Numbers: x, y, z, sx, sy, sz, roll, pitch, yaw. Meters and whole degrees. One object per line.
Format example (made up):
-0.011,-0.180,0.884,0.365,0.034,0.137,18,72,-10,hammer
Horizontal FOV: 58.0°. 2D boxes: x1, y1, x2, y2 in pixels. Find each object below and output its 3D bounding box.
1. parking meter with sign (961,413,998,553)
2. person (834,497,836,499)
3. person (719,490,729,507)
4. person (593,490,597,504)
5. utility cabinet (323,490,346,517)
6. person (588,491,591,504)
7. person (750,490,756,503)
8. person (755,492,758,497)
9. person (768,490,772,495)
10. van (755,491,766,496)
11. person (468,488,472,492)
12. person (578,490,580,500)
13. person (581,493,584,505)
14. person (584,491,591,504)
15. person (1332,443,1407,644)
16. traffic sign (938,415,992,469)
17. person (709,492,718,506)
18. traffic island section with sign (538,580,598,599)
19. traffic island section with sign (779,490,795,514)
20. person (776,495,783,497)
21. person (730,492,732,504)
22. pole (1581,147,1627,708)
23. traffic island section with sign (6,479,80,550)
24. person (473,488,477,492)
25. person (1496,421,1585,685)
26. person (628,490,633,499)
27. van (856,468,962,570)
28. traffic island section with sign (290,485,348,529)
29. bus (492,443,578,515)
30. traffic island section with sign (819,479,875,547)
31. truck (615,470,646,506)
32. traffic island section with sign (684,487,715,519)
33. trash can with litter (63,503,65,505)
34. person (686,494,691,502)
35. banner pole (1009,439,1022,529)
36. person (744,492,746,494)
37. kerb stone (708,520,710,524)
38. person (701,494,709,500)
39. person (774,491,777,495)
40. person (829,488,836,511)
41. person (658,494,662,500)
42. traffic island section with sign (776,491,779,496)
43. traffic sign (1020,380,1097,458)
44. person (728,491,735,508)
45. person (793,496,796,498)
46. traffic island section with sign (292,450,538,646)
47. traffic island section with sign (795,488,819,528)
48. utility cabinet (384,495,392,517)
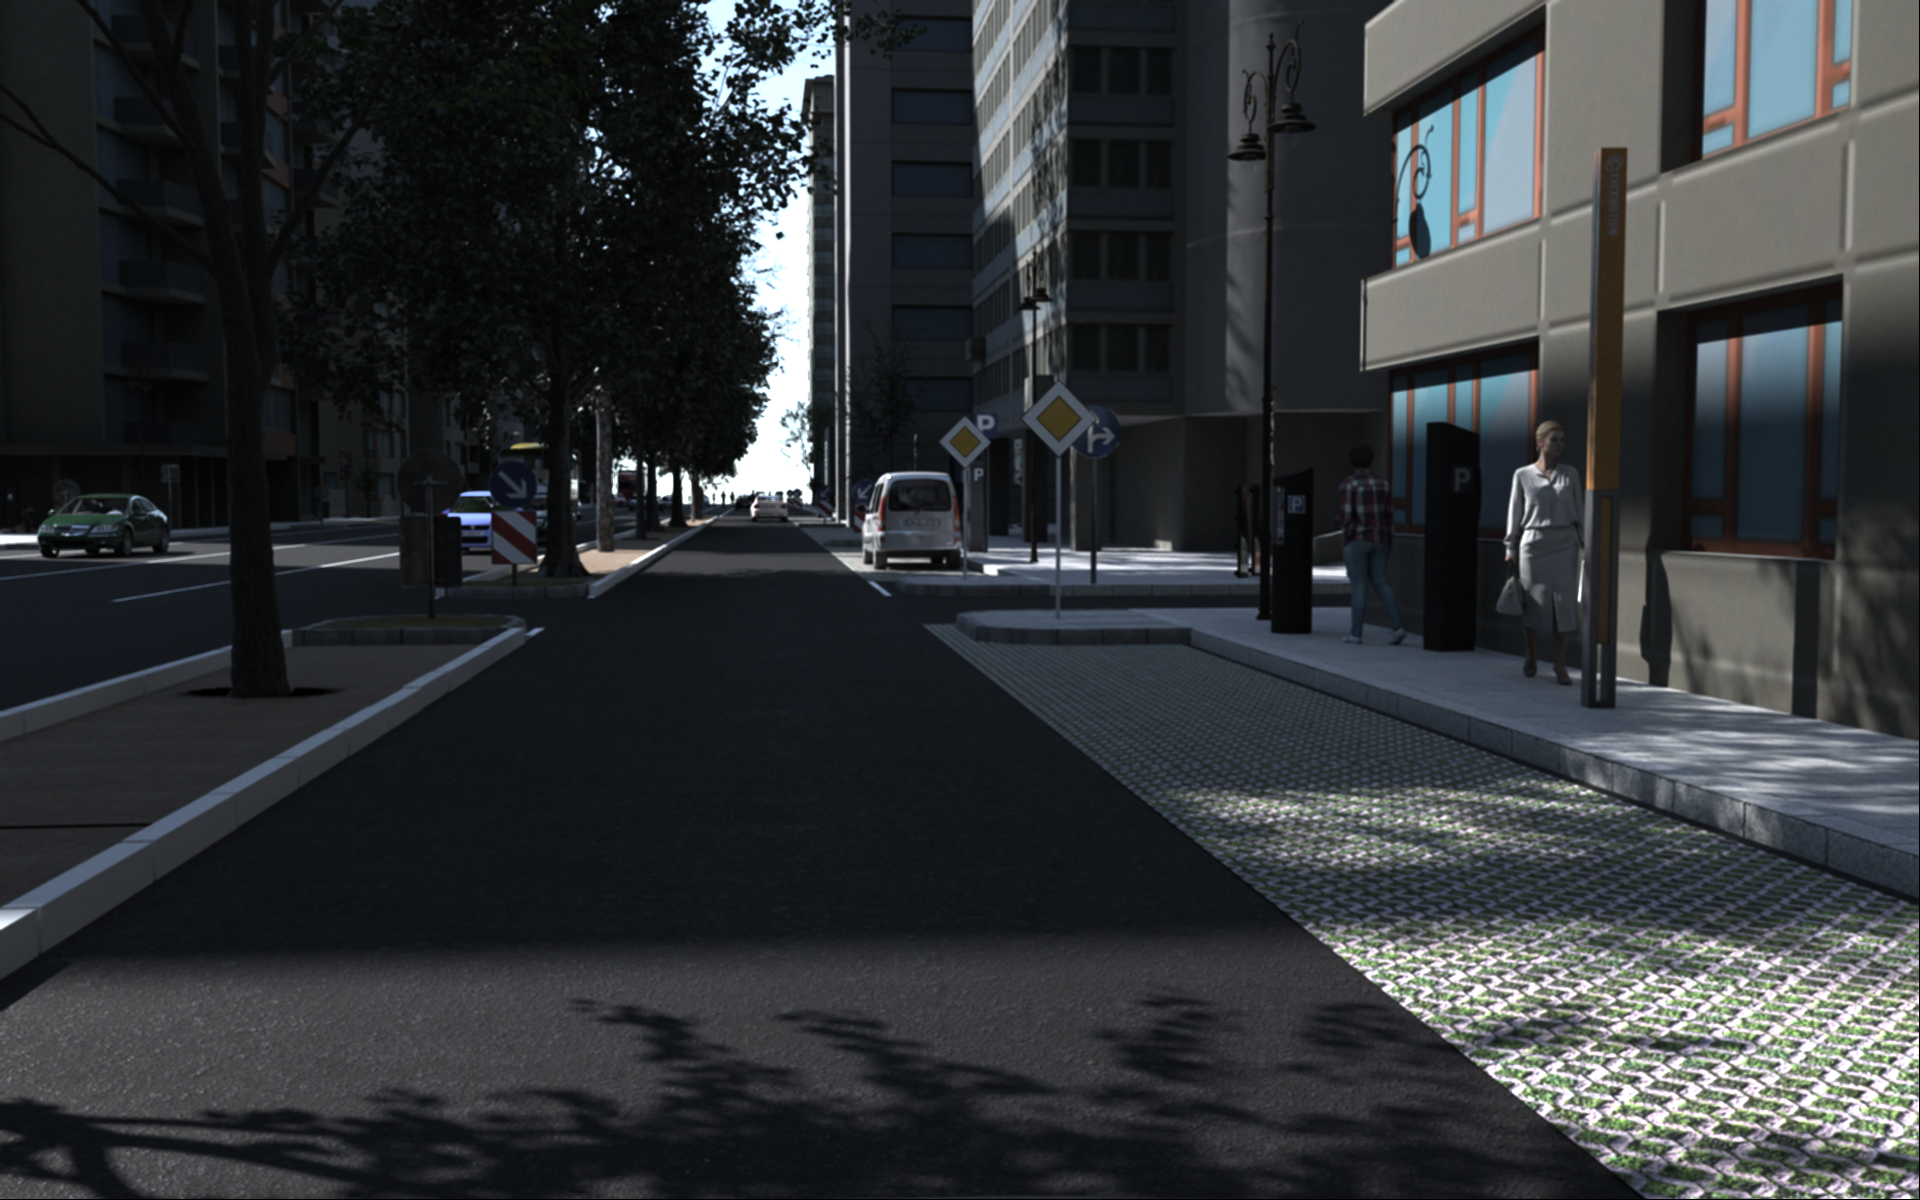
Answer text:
0.369,-2.570,38.282,0.543,3.016,1.738,-1,4,-12,parking meter with sign
-7.893,-6.660,114.919,0.705,1.826,1.348,-3,5,-41,person
-25.304,-10.849,185.514,0.705,1.869,1.348,3,5,42,person
-47.760,-13.509,226.911,0.705,1.824,1.348,2,4,24,person
-34.930,-5.383,96.684,0.318,1.500,1.173,3,5,44,utility cabinet
-46.372,-12.776,215.870,0.756,1.711,0.436,1,4,20,person
-17.374,-8.399,145.835,0.705,1.823,1.348,-2,4,-30,person
-26.767,-13.383,227.868,0.434,1.755,0.990,0,4,-1,person
-18.904,-10.030,172.629,0.705,1.807,1.348,-3,4,-37,person
-27.571,-14.199,239.162,2.013,2.044,4.112,0,4,-7,van
-34.854,-7.134,123.419,1.217,1.736,0.721,1,4,20,person
-42.810,-11.492,194.627,0.721,1.739,1.217,0,4,-6,person
-44.581,-11.947,204.631,0.557,1.426,1.065,-1,4,-19,person
-46.146,-12.682,214.100,1.217,1.736,0.721,-3,4,-37,person
3.480,-0.484,14.790,0.563,1.720,0.643,-1,4,-22,person
0.095,-1.432,25.609,0.795,2.593,0.064,0,4,-7,traffic sign
-30.104,-12.386,211.728,1.217,1.735,0.721,1,4,10,person
-6.246,-1.007,24.608,2.006,1.907,1.989,0,4,-7,traffic island section with sign
-11.785,-7.074,124.288,1.989,1.847,2.006,0,4,-7,traffic island section with sign
-24.727,-13.937,236.505,1.348,1.807,0.705,1,4,12,person
-32.309,-14.358,243.977,0.721,1.743,1.217,-2,4,-24,person
3.849,-1.009,10.348,0.158,3.312,0.155,0,3,0,pole
-23.614,-2.253,45.464,1.989,1.847,2.006,0,4,-7,traffic island section with sign
-30.410,-6.116,108.517,1.348,1.822,0.705,0,4,4,person
4.064,-0.336,11.890,0.694,1.780,0.624,2,4,24,person
-34.998,-10.775,184.635,1.348,1.831,0.705,3,5,41,person
-0.995,-1.654,34.063,2.013,2.044,4.112,0,4,-7,van
-26.783,-3.905,72.473,1.989,1.847,2.006,0,4,-7,traffic island section with sign
-21.051,-5.828,86.828,2.896,3.916,12.252,0,4,-7,bus
-2.745,-2.360,47.215,1.989,1.847,2.006,0,4,-7,traffic island section with sign
-38.645,-13.131,203.605,2.839,4.237,11.283,0,4,-5,truck
-15.021,-5.572,99.234,2.006,1.907,1.989,0,4,-7,traffic island section with sign
-27.110,-2.551,53.096,0.624,1.170,1.055,-2,4,-32,trash can with litter
-37.815,-14.073,241.859,0.557,1.426,1.065,2,4,35,person
2.058,-4.568,64.711,0.401,3.779,0.863,3,5,43,banner pole
-31.899,-15.122,256.301,0.434,1.755,0.990,1,4,11,person
-11.419,-3.395,77.711,0.120,0.150,1.000,0,4,-7,kerb stone
-21.853,-8.407,146.680,1.217,1.743,0.721,0,4,8,person
-25.467,-14.133,239.563,0.705,1.826,1.348,3,5,40,person
-9.448,-7.411,127.733,1.217,1.766,0.721,-2,4,-34,person
-37.232,-12.405,214.578,1.065,1.426,0.557,-3,5,-42,person
-14.983,-8.734,151.425,1.989,1.847,2.006,0,4,-7,traffic island section with sign
1.026,-0.947,17.678,0.795,2.593,0.064,0,4,-7,traffic sign
-22.873,-10.047,173.304,0.750,1.759,0.617,0,4,1,person
-24.211,-15.187,254.226,0.709,1.838,0.599,-3,5,-43,person
-5.392,-0.557,17.250,2.006,1.907,1.989,0,4,-7,traffic island section with sign
-5.952,-4.033,74.571,1.989,1.847,2.006,0,4,-7,traffic island section with sign
-32.053,-5.257,97.120,0.306,1.237,1.020,-2,4,-26,utility cabinet
